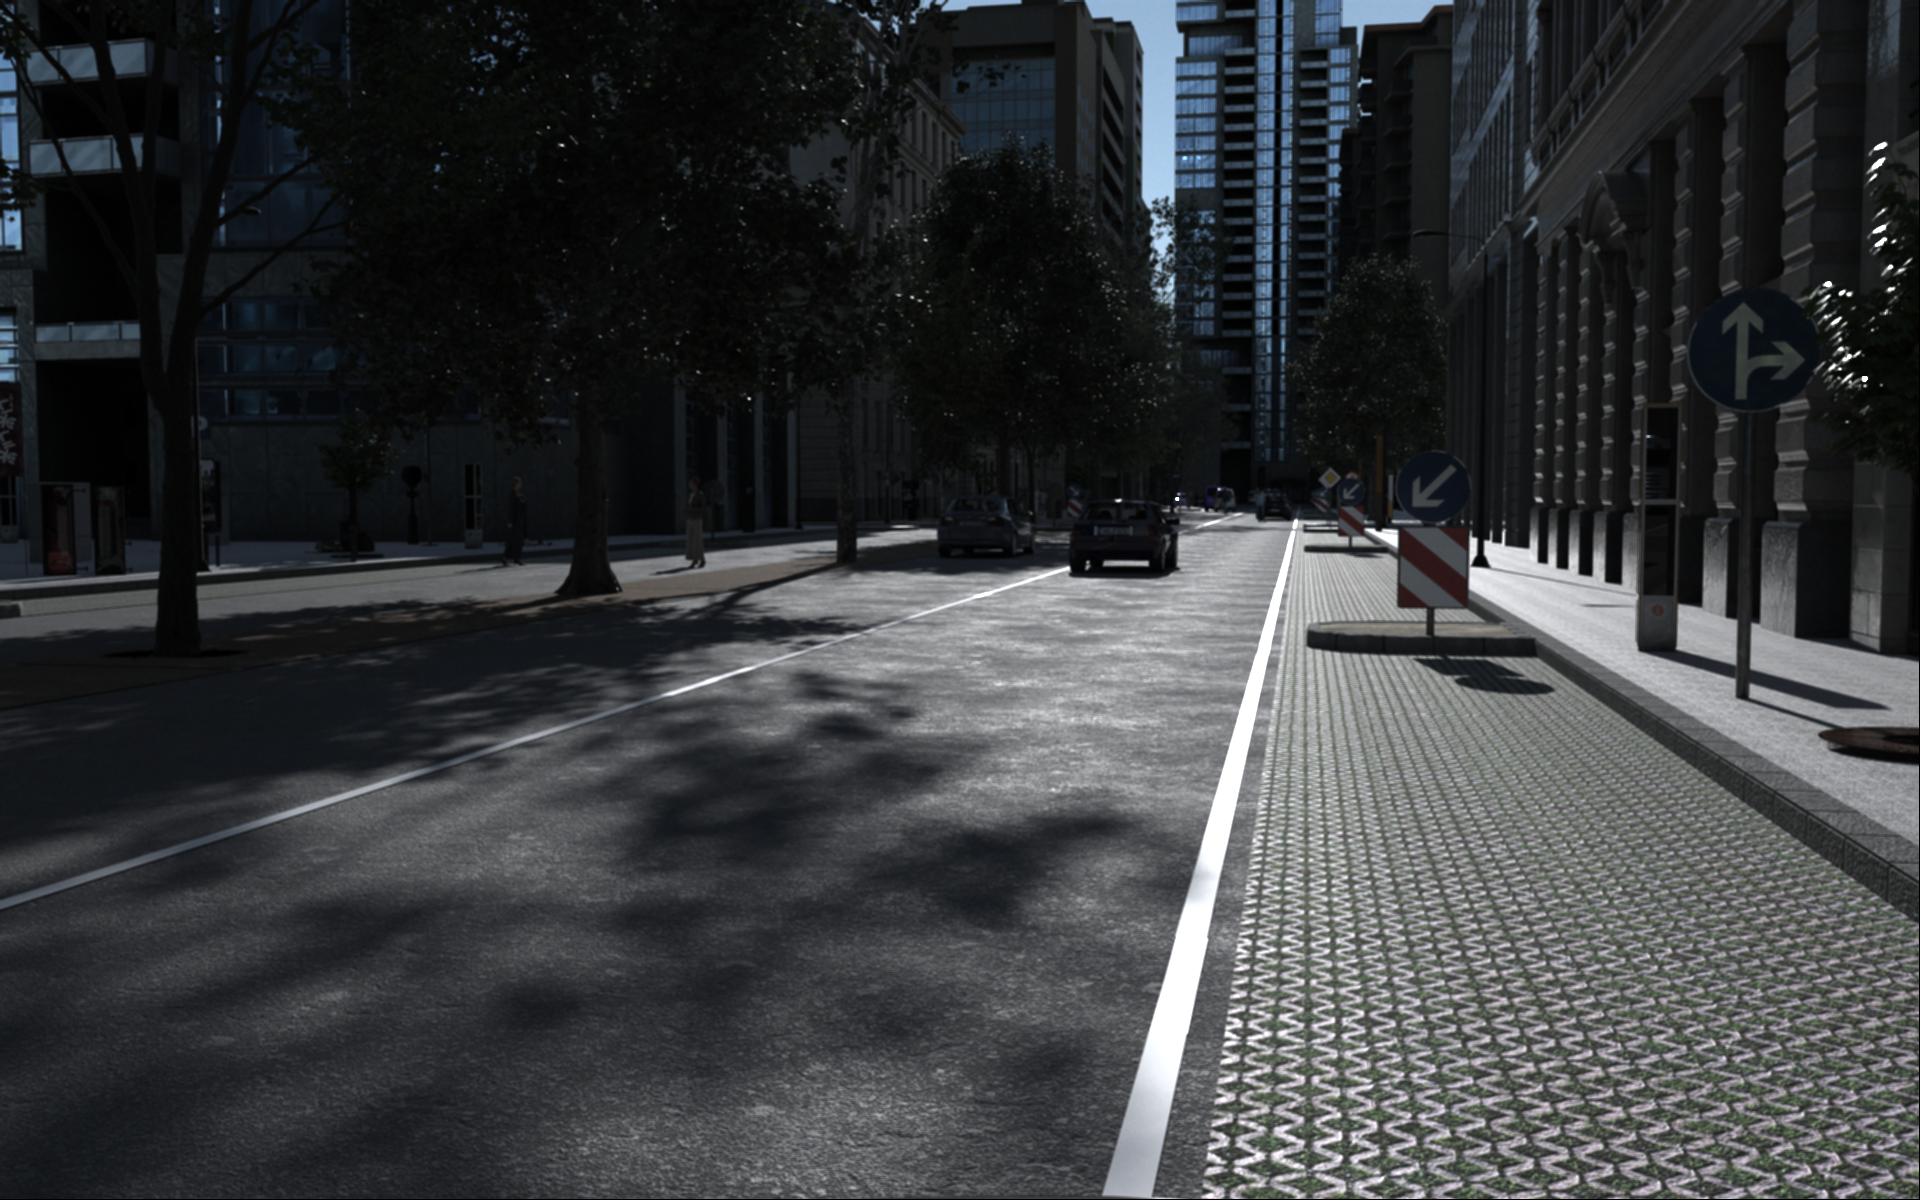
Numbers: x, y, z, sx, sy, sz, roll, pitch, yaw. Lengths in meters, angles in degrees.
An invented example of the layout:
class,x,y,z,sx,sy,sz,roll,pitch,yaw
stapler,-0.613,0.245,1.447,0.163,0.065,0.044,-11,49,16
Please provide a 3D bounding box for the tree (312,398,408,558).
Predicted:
class,x,y,z,sx,sy,sz,roll,pitch,yaw
tree,-12.320,-2.475,35.071,1.663,3.219,1.824,0,3,0

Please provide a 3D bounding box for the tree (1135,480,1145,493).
class,x,y,z,sx,sy,sz,roll,pitch,yaw
tree,21.331,-12.792,203.753,1.663,3.219,1.824,0,3,0

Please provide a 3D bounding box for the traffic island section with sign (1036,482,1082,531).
class,x,y,z,sx,sy,sz,roll,pitch,yaw
traffic island section with sign,3.570,-3.616,67.265,2.006,1.907,1.989,1,4,11

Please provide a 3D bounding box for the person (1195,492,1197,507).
class,x,y,z,sx,sy,sz,roll,pitch,yaw
person,26.748,-11.401,195.625,0.721,1.735,1.217,1,4,11

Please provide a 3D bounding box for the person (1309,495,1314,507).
class,x,y,z,sx,sy,sz,roll,pitch,yaw
person,37.226,-10.602,182.369,0.721,1.766,1.217,-2,4,-34

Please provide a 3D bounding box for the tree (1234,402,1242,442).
class,x,y,z,sx,sy,sz,roll,pitch,yaw
tree,12.956,-12.355,114.824,12.009,13.543,11.850,0,3,0

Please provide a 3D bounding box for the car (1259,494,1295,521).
class,x,y,z,sx,sy,sz,roll,pitch,yaw
car,17.251,-5.189,94.621,2.009,1.686,4.222,1,4,12

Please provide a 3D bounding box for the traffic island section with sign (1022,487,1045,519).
class,x,y,z,sx,sy,sz,roll,pitch,yaw
traffic island section with sign,3.894,-5.600,100.181,1.989,1.847,2.006,1,4,11

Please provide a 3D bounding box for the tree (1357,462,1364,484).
class,x,y,z,sx,sy,sz,roll,pitch,yaw
tree,29.757,-10.856,127.859,4.360,8.622,3.978,0,3,0

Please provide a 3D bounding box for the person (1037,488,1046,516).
class,x,y,z,sx,sy,sz,roll,pitch,yaw
person,5.003,-6.013,107.008,0.606,1.804,0.583,-3,4,-36

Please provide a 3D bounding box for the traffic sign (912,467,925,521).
class,x,y,z,sx,sy,sz,roll,pitch,yaw
traffic sign,-1.882,-4.967,81.310,0.768,2.556,0.104,1,4,15

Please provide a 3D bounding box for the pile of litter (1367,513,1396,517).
class,x,y,z,sx,sy,sz,roll,pitch,yaw
pile of litter,24.010,-5.175,98.568,1.719,0.858,1.176,0,4,3

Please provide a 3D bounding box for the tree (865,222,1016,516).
class,x,y,z,sx,sy,sz,roll,pitch,yaw
tree,-0.444,-5.653,45.246,4.737,8.622,4.395,0,3,0

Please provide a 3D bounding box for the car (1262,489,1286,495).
class,x,y,z,sx,sy,sz,roll,pitch,yaw
car,24.664,-7.855,137.101,2.281,1.827,5.304,1,4,12

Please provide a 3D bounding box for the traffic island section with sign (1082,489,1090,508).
class,x,y,z,sx,sy,sz,roll,pitch,yaw
traffic island section with sign,9.271,-7.261,127.350,1.989,1.847,2.006,1,4,11

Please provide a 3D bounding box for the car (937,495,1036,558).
class,x,y,z,sx,sy,sz,roll,pitch,yaw
car,0.641,-1.742,40.492,2.014,1.417,4.499,1,4,11

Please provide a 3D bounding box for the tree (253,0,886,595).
class,x,y,z,sx,sy,sz,roll,pitch,yaw
tree,-5.294,-6.439,24.748,9.611,12.733,9.660,0,3,0

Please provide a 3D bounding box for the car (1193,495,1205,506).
class,x,y,z,sx,sy,sz,roll,pitch,yaw
car,28.256,-11.654,203.116,1.945,1.354,3.894,1,4,12

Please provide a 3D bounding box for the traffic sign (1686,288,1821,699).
class,x,y,z,sx,sy,sz,roll,pitch,yaw
traffic sign,4.925,-0.656,10.825,0.768,2.556,0.104,1,4,16

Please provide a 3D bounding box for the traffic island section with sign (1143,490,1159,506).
class,x,y,z,sx,sy,sz,roll,pitch,yaw
traffic island section with sign,18.866,-10.229,175.876,1.989,1.847,2.006,1,4,11

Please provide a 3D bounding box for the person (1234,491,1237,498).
class,x,y,z,sx,sy,sz,roll,pitch,yaw
person,33.181,-12.208,208.552,0.568,1.767,0.683,0,4,-3

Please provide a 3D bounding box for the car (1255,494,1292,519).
class,x,y,z,sx,sy,sz,roll,pitch,yaw
car,18.229,-5.452,100.946,2.131,1.459,4.920,1,4,12

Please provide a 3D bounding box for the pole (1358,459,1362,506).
class,x,y,z,sx,sy,sz,roll,pitch,yaw
pole,22.777,-6.412,98.673,0.158,3.312,0.155,0,3,0

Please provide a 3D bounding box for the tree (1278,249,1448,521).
class,x,y,z,sx,sy,sz,roll,pitch,yaw
tree,19.618,-10.040,81.157,9.611,12.733,9.660,0,3,0

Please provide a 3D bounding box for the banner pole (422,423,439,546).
class,x,y,z,sx,sy,sz,roll,pitch,yaw
banner pole,-13.252,-3.245,43.071,0.401,3.779,0.863,-2,4,-28

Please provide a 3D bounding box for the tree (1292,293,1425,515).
class,x,y,z,sx,sy,sz,roll,pitch,yaw
tree,25.324,-12.288,107.564,9.857,13.997,8.962,0,3,0

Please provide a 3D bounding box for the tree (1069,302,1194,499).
class,x,y,z,sx,sy,sz,roll,pitch,yaw
tree,8.356,-10.423,91.008,7.486,12.596,7.792,0,3,0

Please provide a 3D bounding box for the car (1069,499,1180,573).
class,x,y,z,sx,sy,sz,roll,pitch,yaw
car,3.159,-1.246,32.953,1.945,1.354,3.894,1,4,12

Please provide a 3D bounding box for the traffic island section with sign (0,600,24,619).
class,x,y,z,sx,sy,sz,roll,pitch,yaw
traffic island section with sign,-12.006,-0.687,19.855,1.989,1.847,2.006,1,4,11

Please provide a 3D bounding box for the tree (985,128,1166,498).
class,x,y,z,sx,sy,sz,roll,pitch,yaw
tree,1.438,-8.233,54.078,9.611,12.733,9.660,0,3,0

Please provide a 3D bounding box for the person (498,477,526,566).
class,x,y,z,sx,sy,sz,roll,pitch,yaw
person,-8.868,-1.557,34.383,0.534,1.772,0.576,-2,4,-31

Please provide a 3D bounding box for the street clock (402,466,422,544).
class,x,y,z,sx,sy,sz,roll,pitch,yaw
street clock,-13.955,-2.421,44.147,0.358,2.002,0.471,3,4,36

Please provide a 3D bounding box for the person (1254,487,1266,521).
class,x,y,z,sx,sy,sz,roll,pitch,yaw
person,15.689,-5.001,90.534,0.793,1.790,0.793,-2,4,-25

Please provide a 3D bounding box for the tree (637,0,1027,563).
class,x,y,z,sx,sy,sz,roll,pitch,yaw
tree,-3.386,-10.899,36.547,12.611,20.169,13.585,0,3,0

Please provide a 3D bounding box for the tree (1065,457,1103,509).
class,x,y,z,sx,sy,sz,roll,pitch,yaw
tree,10.588,-10.049,148.015,4.285,4.588,4.351,0,3,0

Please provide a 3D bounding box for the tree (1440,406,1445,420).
class,x,y,z,sx,sy,sz,roll,pitch,yaw
tree,32.004,-10.163,116.526,4.360,8.622,3.978,0,3,0

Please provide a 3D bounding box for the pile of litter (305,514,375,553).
class,x,y,z,sx,sy,sz,roll,pitch,yaw
pile of litter,-13.678,-1.484,38.227,1.719,0.858,1.176,-3,5,-44

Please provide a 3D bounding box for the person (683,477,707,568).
class,x,y,z,sx,sy,sz,roll,pitch,yaw
person,-5.219,-1.518,33.877,0.519,1.759,0.362,3,5,43

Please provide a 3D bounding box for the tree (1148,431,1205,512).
class,x,y,z,sx,sy,sz,roll,pitch,yaw
tree,17.309,-11.191,135.793,4.737,8.622,4.395,0,3,0

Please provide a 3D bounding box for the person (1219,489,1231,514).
class,x,y,z,sx,sy,sz,roll,pitch,yaw
person,18.882,-7.041,123.598,0.794,1.824,0.713,-2,4,-35

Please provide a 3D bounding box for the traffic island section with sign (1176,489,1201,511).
class,x,y,z,sx,sy,sz,roll,pitch,yaw
traffic island section with sign,19.599,-8.569,148.246,2.006,1.907,1.989,1,4,11

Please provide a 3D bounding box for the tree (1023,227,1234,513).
class,x,y,z,sx,sy,sz,roll,pitch,yaw
tree,6.140,-10.190,79.438,12.009,13.543,11.850,0,3,0

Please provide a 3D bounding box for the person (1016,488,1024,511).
class,x,y,z,sx,sy,sz,roll,pitch,yaw
person,3.092,-4.964,90.218,0.362,1.759,0.519,-2,4,-26

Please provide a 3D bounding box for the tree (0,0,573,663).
class,x,y,z,sx,sy,sz,roll,pitch,yaw
tree,-6.811,-5.294,14.763,9.928,11.665,9.643,0,3,0

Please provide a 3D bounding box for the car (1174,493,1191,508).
class,x,y,z,sx,sy,sz,roll,pitch,yaw
car,23.233,-10.519,181.569,1.945,1.707,3.694,1,4,12

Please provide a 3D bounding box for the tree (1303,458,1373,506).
class,x,y,z,sx,sy,sz,roll,pitch,yaw
tree,32.158,-13.820,144.083,7.486,12.596,7.792,0,3,0

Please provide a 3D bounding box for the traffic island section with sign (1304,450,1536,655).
class,x,y,z,sx,sy,sz,roll,pitch,yaw
traffic island section with sign,4.308,-0.475,16.402,1.989,1.847,2.006,1,4,11

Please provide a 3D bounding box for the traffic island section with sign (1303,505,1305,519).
class,x,y,z,sx,sy,sz,roll,pitch,yaw
traffic island section with sign,9.543,-2.093,42.846,1.989,1.847,2.006,1,4,11

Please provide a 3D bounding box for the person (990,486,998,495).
class,x,y,z,sx,sy,sz,roll,pitch,yaw
person,1.698,-4.487,82.060,0.606,1.804,0.583,3,5,44

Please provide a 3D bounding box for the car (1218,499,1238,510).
class,x,y,z,sx,sy,sz,roll,pitch,yaw
car,23.927,-8.906,155.392,2.009,1.686,4.222,1,4,11

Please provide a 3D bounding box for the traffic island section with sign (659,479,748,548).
class,x,y,z,sx,sy,sz,roll,pitch,yaw
traffic island section with sign,-6.760,-2.307,46.344,1.989,1.847,2.006,1,4,11

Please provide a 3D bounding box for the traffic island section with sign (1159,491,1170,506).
class,x,y,z,sx,sy,sz,roll,pitch,yaw
traffic island section with sign,24.111,-11.847,202.318,1.989,1.847,2.006,1,4,11

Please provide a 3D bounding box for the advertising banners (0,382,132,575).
class,x,y,z,sx,sy,sz,roll,pitch,yaw
advertising banners,-14.203,-1.903,27.298,2.074,3.025,0.090,-1,4,-9

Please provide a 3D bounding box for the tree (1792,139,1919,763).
class,x,y,z,sx,sy,sz,roll,pitch,yaw
tree,5.000,-0.852,8.530,1.663,3.219,1.824,0,3,0

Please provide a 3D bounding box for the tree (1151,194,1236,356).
class,x,y,z,sx,sy,sz,roll,pitch,yaw
tree,9.503,-14.918,102.256,12.611,20.169,13.585,0,3,0

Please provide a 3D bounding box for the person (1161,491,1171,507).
class,x,y,z,sx,sy,sz,roll,pitch,yaw
person,22.911,-11.237,192.940,1.217,1.736,0.721,-1,4,-20

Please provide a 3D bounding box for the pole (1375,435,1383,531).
class,x,y,z,sx,sy,sz,roll,pitch,yaw
pole,14.391,-4.012,59.443,0.158,3.312,0.155,0,3,0

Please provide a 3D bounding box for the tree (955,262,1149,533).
class,x,y,z,sx,sy,sz,roll,pitch,yaw
tree,2.736,-7.699,62.745,8.767,10.594,7.601,1,4,11

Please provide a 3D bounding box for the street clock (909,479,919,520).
class,x,y,z,sx,sy,sz,roll,pitch,yaw
street clock,-2.235,-4.873,84.242,0.471,2.002,0.358,-1,4,-20
